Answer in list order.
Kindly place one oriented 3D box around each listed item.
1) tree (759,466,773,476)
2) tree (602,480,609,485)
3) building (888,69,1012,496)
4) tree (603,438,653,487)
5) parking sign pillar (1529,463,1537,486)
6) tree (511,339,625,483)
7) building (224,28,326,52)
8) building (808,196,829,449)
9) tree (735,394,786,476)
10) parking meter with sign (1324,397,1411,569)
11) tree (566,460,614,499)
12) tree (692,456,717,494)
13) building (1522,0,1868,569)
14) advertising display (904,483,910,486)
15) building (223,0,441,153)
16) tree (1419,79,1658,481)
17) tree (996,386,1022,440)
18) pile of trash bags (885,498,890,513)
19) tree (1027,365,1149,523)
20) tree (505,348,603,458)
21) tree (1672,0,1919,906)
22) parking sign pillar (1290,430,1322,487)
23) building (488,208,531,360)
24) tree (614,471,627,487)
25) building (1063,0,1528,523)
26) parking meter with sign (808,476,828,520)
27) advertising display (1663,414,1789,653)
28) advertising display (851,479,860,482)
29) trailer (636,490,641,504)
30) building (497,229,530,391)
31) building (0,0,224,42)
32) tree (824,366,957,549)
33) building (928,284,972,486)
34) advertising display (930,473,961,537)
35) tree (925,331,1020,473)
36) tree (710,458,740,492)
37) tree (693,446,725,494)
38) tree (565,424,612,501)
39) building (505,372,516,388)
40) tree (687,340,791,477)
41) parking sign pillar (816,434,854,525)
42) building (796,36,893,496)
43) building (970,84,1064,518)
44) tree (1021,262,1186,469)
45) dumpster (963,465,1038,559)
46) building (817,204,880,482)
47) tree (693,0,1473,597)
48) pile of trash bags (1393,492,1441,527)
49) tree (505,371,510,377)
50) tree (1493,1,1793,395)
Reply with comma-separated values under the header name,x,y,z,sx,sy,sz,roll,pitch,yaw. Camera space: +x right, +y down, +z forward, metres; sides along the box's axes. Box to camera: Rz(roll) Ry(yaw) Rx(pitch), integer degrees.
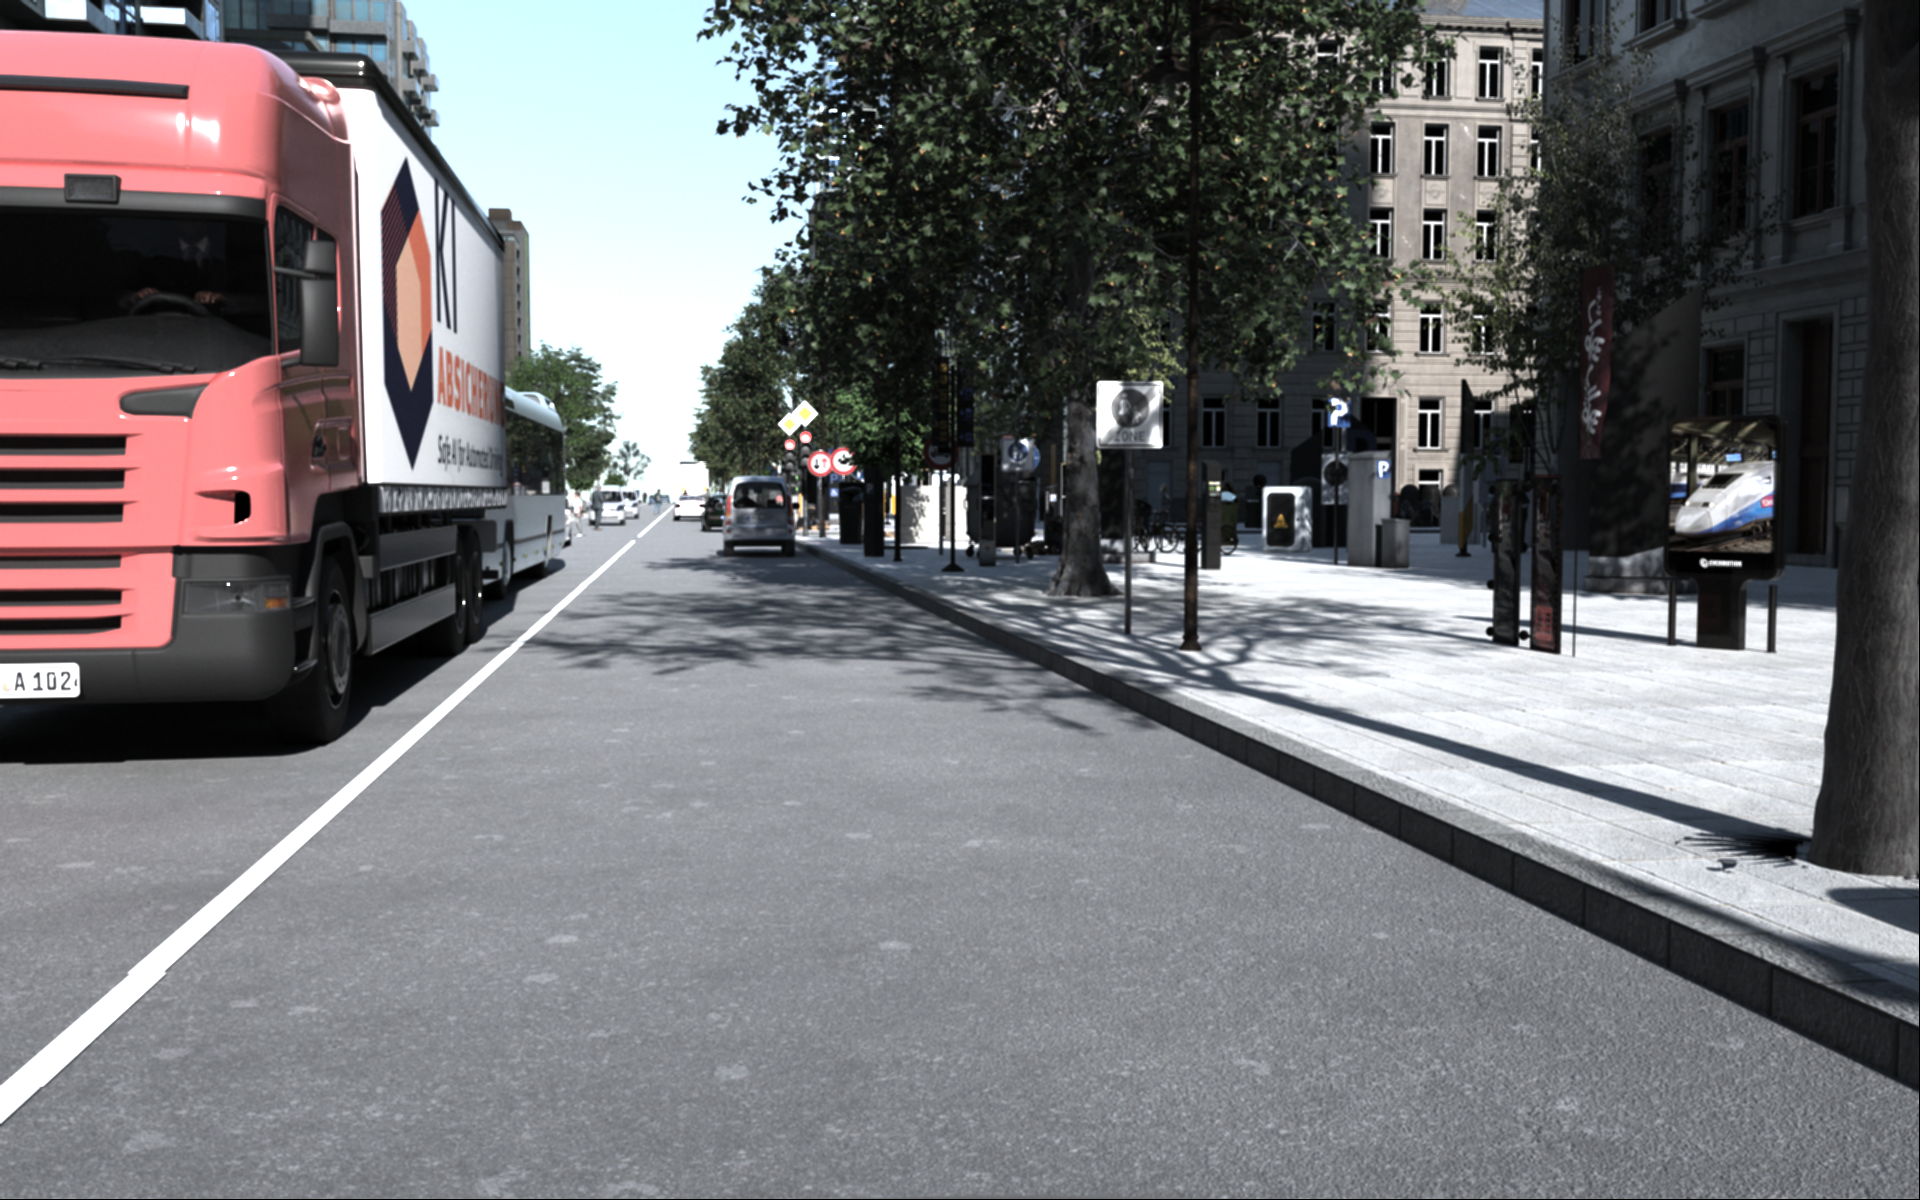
name,x,y,z,sx,sy,sz,roll,pitch,yaw
tree,-12.234,-7.100,110.681,1.663,3.219,1.824,0,3,0
tree,-47.043,-14.363,229.429,1.663,3.219,1.824,0,3,0
building,3.085,-43.977,157.282,20.563,71.187,20.611,-1,4,-9
tree,-54.562,-21.289,282.485,8.767,10.594,7.601,-2,4,-24
parking sign pillar,38.678,-7.744,115.087,1.447,3.967,1.447,-2,4,-29
tree,-32.950,-14.494,143.626,9.857,13.997,8.962,0,3,0
building,-62.350,-27.356,139.151,32.217,40.220,23.993,-1,4,-9
building,-14.933,-37.073,256.257,14.600,45.320,14.200,-1,4,-9
tree,-12.372,-9.478,105.320,4.360,8.622,3.978,0,3,0
parking meter with sign,7.193,-2.091,30.443,0.543,3.016,1.738,-2,4,-30
tree,-36.608,-11.215,167.075,4.285,4.588,4.351,0,3,0
tree,-39.484,-21.730,281.047,9.928,11.665,9.643,0,3,0
building,19.853,-11.904,30.781,11.583,22.565,21.152,-1,4,-9
advertising display,-3.415,-6.613,113.341,0.123,1.923,0.974,1,4,20
building,-62.290,-33.443,166.399,23.786,49.044,30.456,-1,4,-9
tree,10.629,-4.952,31.329,4.737,8.622,4.395,0,3,0
tree,3.398,-7.773,77.451,4.360,8.622,3.978,0,3,0
pile of trash bags,-6.469,-6.416,114.651,3.447,1.369,1.912,-1,4,-21
tree,5.123,-6.952,64.022,4.360,8.622,3.978,0,3,0
tree,-29.734,-12.151,124.430,9.928,11.665,9.643,0,3,0
tree,3.204,-5.815,5.444,12.009,13.543,11.850,0,3,0
parking sign pillar,14.411,-5.117,72.140,1.447,3.967,1.447,0,4,2
building,-75.495,-38.148,273.837,14.600,45.320,14.200,-1,4,-9
tree,-48.675,-15.927,244.125,4.285,4.588,4.351,0,3,0
building,18.036,-17.490,83.229,25.104,27.353,12.463,-1,4,-9
parking meter with sign,-5.806,-4.798,74.715,1.738,3.016,0.543,-2,4,-27
advertising display,6.305,-0.556,14.301,0.123,1.923,0.974,-3,5,-39
advertising display,-4.300,-4.342,76.211,0.974,1.923,0.123,1,4,18
trailer,-45.899,-14.581,245.447,1.471,1.999,3.904,-1,4,-11
building,-72.435,-35.264,260.152,14.154,41.232,14.086,-1,4,-9
building,-47.525,-46.953,80.361,22.319,86.520,31.000,-1,4,-9
tree,-1.544,-3.499,40.916,4.285,4.588,4.351,0,3,0
building,5.823,-20.704,125.900,14.401,28.519,23.554,-1,4,-9
advertising display,-0.451,-2.879,52.278,0.974,1.923,0.123,-2,4,-24
tree,0.863,-7.439,71.997,4.737,8.622,4.395,0,3,0
tree,-36.132,-18.748,256.894,4.737,8.622,4.395,0,3,0
tree,-27.434,-16.380,202.219,8.767,10.594,7.601,0,4,6
tree,-38.713,-13.910,177.782,4.737,8.622,4.395,0,3,0
building,-76.400,-24.060,238.415,27.650,21.520,28.899,-1,4,-9
tree,-16.202,-12.800,127.408,7.486,12.596,7.792,0,3,0
parking sign pillar,-5.307,-5.147,72.624,1.447,3.967,1.447,0,4,-7
building,-14.923,-59.087,278.735,22.319,86.520,31.000,-1,4,-9
building,8.355,-19.469,104.229,13.634,28.700,20.117,-1,4,-9
tree,4.417,-5.903,46.880,4.737,8.622,4.395,0,3,0
dumpster,0.816,-1.772,34.730,1.264,1.857,1.865,-1,4,-9
building,-13.002,-34.177,242.395,14.154,41.232,14.086,-1,4,-9
tree,1.490,-6.412,21.851,9.611,12.733,9.660,0,3,0
pile of trash bags,17.386,-3.519,67.292,1.912,1.369,3.447,3,4,36
tree,-24.931,-8.439,88.340,4.737,8.622,4.395,0,3,0
tree,9.897,-4.642,26.262,4.360,8.622,3.978,0,3,0
